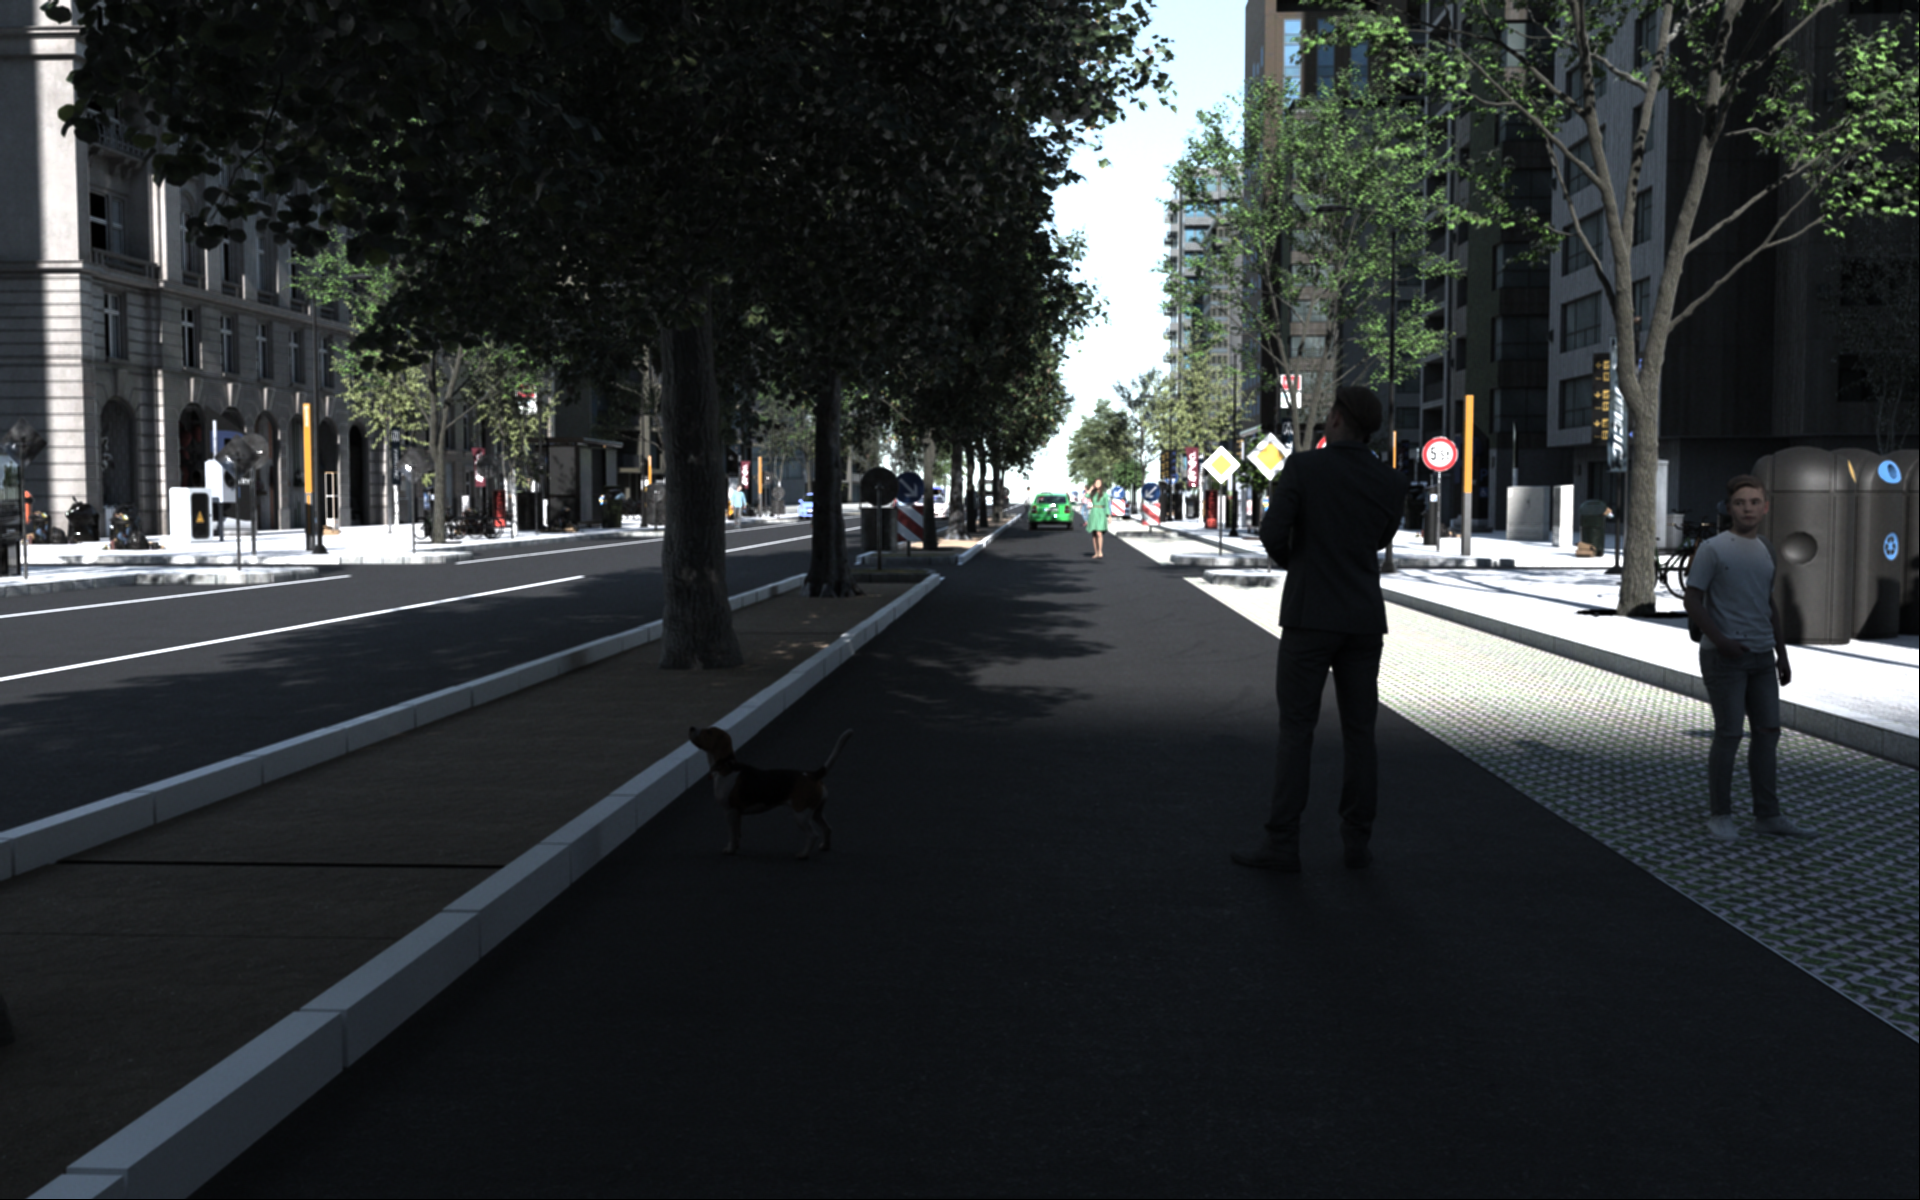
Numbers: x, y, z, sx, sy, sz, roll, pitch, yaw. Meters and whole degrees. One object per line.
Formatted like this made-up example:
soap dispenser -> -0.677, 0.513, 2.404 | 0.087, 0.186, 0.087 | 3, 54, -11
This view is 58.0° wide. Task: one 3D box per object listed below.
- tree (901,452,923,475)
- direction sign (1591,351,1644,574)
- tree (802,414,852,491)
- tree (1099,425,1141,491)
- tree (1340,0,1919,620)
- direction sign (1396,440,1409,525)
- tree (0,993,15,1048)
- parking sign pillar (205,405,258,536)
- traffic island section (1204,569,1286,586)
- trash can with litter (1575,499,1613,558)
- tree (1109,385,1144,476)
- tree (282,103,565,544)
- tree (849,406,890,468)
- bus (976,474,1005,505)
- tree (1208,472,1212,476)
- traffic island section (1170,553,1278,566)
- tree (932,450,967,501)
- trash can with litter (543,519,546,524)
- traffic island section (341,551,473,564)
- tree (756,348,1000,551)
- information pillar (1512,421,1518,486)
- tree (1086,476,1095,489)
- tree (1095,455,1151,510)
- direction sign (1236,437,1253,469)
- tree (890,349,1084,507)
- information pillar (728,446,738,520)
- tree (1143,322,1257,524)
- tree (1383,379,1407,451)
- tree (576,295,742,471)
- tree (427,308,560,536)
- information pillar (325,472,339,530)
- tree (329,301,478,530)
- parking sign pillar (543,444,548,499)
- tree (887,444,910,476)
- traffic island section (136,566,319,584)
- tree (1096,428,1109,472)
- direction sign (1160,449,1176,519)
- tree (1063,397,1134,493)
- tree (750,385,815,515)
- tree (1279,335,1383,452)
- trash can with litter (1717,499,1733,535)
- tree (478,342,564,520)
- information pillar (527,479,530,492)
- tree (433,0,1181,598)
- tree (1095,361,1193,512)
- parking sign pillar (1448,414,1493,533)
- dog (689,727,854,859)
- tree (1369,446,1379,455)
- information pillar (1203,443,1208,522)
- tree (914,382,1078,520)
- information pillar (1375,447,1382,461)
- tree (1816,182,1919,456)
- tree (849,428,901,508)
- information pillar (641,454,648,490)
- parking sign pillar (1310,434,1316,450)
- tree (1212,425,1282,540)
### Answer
tree -> -5.931, -15.267, 199.971 | 4.360, 8.622, 3.978 | 0, 3, 0
direction sign -> 10.557, -2.185, 27.727 | 0.876, 3.537, 0.379 | 2, 4, 32
tree -> -9.884, -10.883, 128.292 | 4.737, 8.622, 4.395 | 0, 3, 0
tree -> 15.690, -13.481, 170.784 | 4.360, 8.622, 3.978 | 0, 3, 0
tree -> 7.056, -5.626, 17.733 | 9.928, 11.665, 9.643 | 0, 3, 0
direction sign -> 18.381, -4.929, 72.590 | 0.876, 3.537, 0.379 | -1, 4, -10
tree -> -2.804, -5.798, 3.908 | 9.857, 13.997, 8.962 | 0, 3, 0
parking sign pillar -> -22.376, -3.955, 53.137 | 1.447, 3.967, 1.447 | 3, 5, 44
traffic island section -> 5.035, -0.356, 28.104 | 2.009, 0.180, 2.903 | 0, 4, 3
trash can with litter -> 12.853, -1.454, 35.156 | 0.624, 1.170, 1.055 | 2, 4, 29
tree -> 11.921, -9.096, 99.079 | 4.737, 8.622, 4.395 | 0, 3, 0
tree -> -13.400, -7.255, 44.371 | 9.928, 11.665, 9.643 | 0, 3, 0
tree -> -6.810, -16.732, 183.930 | 12.009, 13.543, 11.850 | 0, 3, 0
bus -> 3.208, -11.368, 180.728 | 2.948, 3.499, 13.247 | 0, 4, 2
tree -> 15.512, -6.904, 107.484 | 1.663, 3.219, 1.824 | 0, 3, 0
traffic island section -> 5.445, -0.844, 36.078 | 2.009, 0.180, 2.903 | 0, 4, 3
tree -> -2.233, -21.278, 266.017 | 7.486, 12.596, 7.792 | 0, 3, 0
trash can with litter -> -18.273, -3.935, 75.400 | 1.678, 1.210, 2.233 | -1, 4, -9
traffic island section -> -11.673, -0.898, 36.961 | 2.009, 0.180, 2.903 | 0, 4, 3
tree -> -0.864, -7.064, 43.704 | 9.928, 11.665, 9.643 | 0, 3, 0
information pillar -> 17.694, -3.906, 55.217 | 0.183, 3.616, 0.504 | 1, 4, 9
tree -> 18.279, -14.760, 225.039 | 4.285, 4.588, 4.351 | 0, 3, 0
tree -> 14.082, -9.724, 142.706 | 4.285, 4.588, 4.351 | 0, 3, 0
direction sign -> 11.299, -4.665, 68.264 | 0.876, 3.537, 0.379 | 1, 4, 12
tree -> 2.322, -11.785, 105.512 | 12.009, 13.543, 11.850 | 0, 3, 0
information pillar -> -11.161, -5.741, 85.212 | 0.504, 3.616, 0.183 | 0, 4, 5
tree -> 10.364, -7.544, 73.706 | 4.737, 8.622, 4.395 | 0, 3, 0
tree -> 25.095, -9.559, 106.657 | 4.360, 8.622, 3.978 | 0, 3, 0
tree -> -12.822, -8.610, 75.184 | 7.601, 10.594, 8.767 | 2, 4, 34
tree -> -13.709, -6.251, 52.561 | 4.360, 8.622, 3.978 | 0, 3, 0
information pillar -> -21.166, -3.296, 58.385 | 0.304, 2.012, 0.304 | 1, 4, 12
tree -> -19.914, -6.762, 60.922 | 4.737, 8.622, 4.395 | 0, 3, 0
parking sign pillar -> -21.204, -6.259, 90.813 | 1.447, 3.967, 1.447 | 3, 4, 38
tree -> -5.267, -16.925, 211.132 | 8.767, 10.594, 7.601 | -3, 5, -41
traffic island section -> -12.084, -0.410, 28.987 | 2.009, 0.180, 2.903 | 0, 4, 3
tree -> 14.181, -12.344, 152.194 | 4.737, 8.622, 4.395 | 0, 3, 0
direction sign -> 10.677, -5.871, 87.981 | 0.379, 3.537, 0.876 | -2, 4, -33
tree -> 17.026, -17.408, 202.747 | 7.486, 12.596, 7.792 | 0, 3, 0
tree -> -10.963, -9.489, 105.500 | 4.360, 8.622, 3.978 | 0, 3, 0
tree -> 16.919, -7.991, 81.019 | 4.360, 8.622, 3.978 | 0, 3, 0
trash can with litter -> 15.846, -1.472, 35.449 | 0.624, 1.170, 1.055 | 1, 4, 16
tree -> -20.518, -7.867, 78.994 | 4.737, 8.622, 4.395 | 0, 3, 0
information pillar -> -21.114, -4.939, 85.236 | 0.304, 2.012, 0.304 | -2, 4, -35
tree -> -1.836, -6.381, 23.797 | 9.611, 12.733, 9.660 | 0, 3, 0
tree -> 13.028, -11.389, 120.630 | 7.601, 10.594, 8.767 | -1, 4, -22
parking sign pillar -> 17.077, -4.243, 57.839 | 1.447, 3.967, 1.447 | -1, 4, -22
dog -> -0.754, 0.758, 6.890 | 0.540, 0.507, 0.406 | -2, 4, -33
tree -> 14.670, -4.184, 63.002 | 1.663, 3.219, 1.824 | 0, 3, 0
information pillar -> 11.134, -5.330, 78.503 | 0.183, 3.616, 0.504 | -1, 4, -9
tree -> 2.215, -9.697, 95.409 | 8.767, 10.594, 7.601 | 0, 4, 3
information pillar -> 20.638, -5.761, 85.547 | 0.183, 3.616, 0.504 | -1, 4, -17
tree -> 22.565, -5.574, 41.489 | 4.360, 8.622, 3.978 | 0, 3, 0
tree -> -7.953, -12.303, 151.514 | 4.360, 8.622, 3.978 | 0, 3, 0
information pillar -> -18.587, -6.778, 102.177 | 0.504, 3.616, 0.183 | 1, 4, 21
parking sign pillar -> 15.349, -5.465, 77.832 | 1.447, 3.967, 1.447 | 1, 4, 21
tree -> 8.282, -3.296, 48.495 | 1.663, 3.219, 1.824 | 0, 3, 0
